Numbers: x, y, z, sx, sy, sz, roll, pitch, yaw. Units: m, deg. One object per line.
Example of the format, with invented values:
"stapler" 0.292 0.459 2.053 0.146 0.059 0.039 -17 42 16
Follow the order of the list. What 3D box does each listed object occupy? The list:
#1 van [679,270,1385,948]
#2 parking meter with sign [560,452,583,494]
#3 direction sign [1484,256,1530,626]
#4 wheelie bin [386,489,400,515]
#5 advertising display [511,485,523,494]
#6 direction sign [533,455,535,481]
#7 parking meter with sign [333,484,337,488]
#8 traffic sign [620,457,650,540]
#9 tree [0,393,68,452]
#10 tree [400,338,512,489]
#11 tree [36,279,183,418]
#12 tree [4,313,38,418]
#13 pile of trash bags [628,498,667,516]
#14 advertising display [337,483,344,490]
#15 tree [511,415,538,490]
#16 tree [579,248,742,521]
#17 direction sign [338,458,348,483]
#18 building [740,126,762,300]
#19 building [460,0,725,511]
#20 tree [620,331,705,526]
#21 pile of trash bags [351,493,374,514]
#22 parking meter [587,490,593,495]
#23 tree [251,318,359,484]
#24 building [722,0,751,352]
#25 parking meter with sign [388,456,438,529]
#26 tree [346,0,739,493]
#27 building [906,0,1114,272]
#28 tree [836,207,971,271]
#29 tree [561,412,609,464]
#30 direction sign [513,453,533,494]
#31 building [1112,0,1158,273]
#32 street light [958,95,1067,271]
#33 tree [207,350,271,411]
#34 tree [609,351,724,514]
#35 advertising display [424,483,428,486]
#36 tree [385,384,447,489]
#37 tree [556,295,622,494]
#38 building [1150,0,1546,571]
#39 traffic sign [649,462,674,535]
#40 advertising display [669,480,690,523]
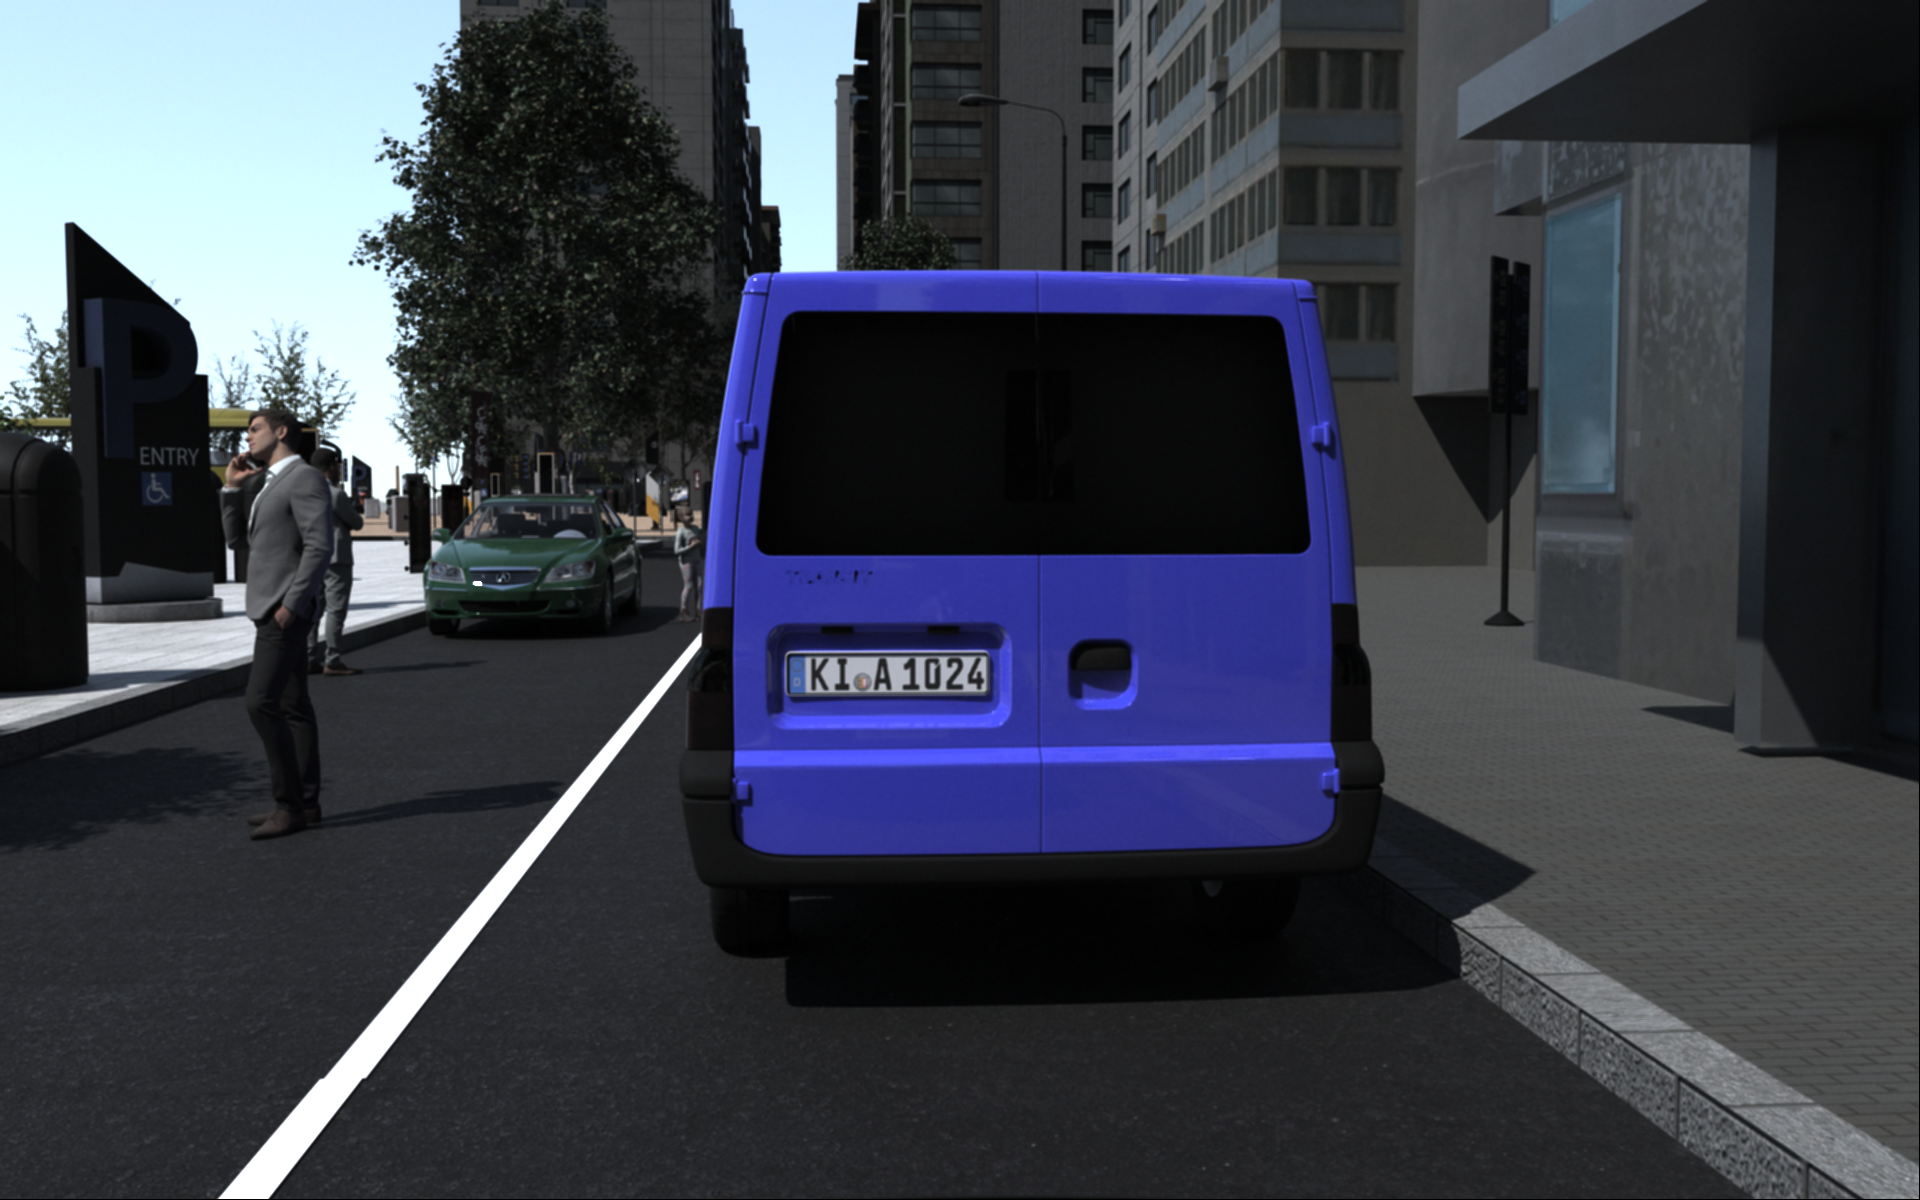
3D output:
"van" -0.027 -0.172 7.193 2.240 2.365 5.245 0 4 -5
"parking meter with sign" -16.282 -4.619 71.775 0.543 3.016 1.738 -3 5 -40
"direction sign" 5.335 -1.522 16.875 0.379 3.537 0.876 3 5 40
"wheelie bin" -34.644 -5.991 105.853 0.980 1.594 0.693 2 4 31
"advertising display" -30.828 -7.058 120.618 0.974 1.923 0.123 2 4 25
"direction sign" -25.071 -6.692 101.412 0.876 3.537 0.379 2 4 25
"parking meter with sign" -35.426 -6.199 97.606 0.543 3.016 1.738 1 4 11
"traffic sign" -8.726 -2.620 46.486 0.795 2.450 0.064 0 4 -5
"tree" -18.367 -2.365 33.271 1.663 3.219 1.824 0 3 0
"tree" -22.022 -7.623 74.995 4.360 8.622 3.978 0 3 0
"tree" -28.427 -6.656 59.181 4.737 8.622 4.395 0 3 0
"tree" -36.161 -7.469 72.473 4.737 8.622 4.395 0 3 0
"pile of trash bags" -17.471 -5.545 100.412 3.447 1.369 1.912 -1 4 -19
"advertising display" -37.693 -6.120 105.283 0.974 1.923 0.123 3 5 45
"tree" -27.622 -9.436 104.641 4.360 8.622 3.978 0 3 0
"tree" -13.314 -10.601 83.692 12.009 13.543 11.850 0 3 0
"direction sign" -39.097 -7.199 109.705 0.876 3.537 0.379 2 4 26
"building" -28.565 -30.761 186.530 14.154 41.232 14.086 0 4 -5
"building" -27.126 -42.756 137.312 20.563 71.187 20.611 0 4 -5
"tree" -12.160 -7.251 68.921 4.360 8.622 3.978 0 3 0
"pile of trash bags" -39.168 -6.356 113.669 1.912 1.369 3.447 -1 4 -20
"parking meter" -24.943 -6.624 116.717 0.372 1.533 0.369 0 3 0
"tree" -27.702 -7.475 72.575 4.737 8.622 4.395 0 3 0
"building" -31.171 -33.258 163.378 23.786 49.044 30.456 0 4 -5
"parking meter with sign" -20.284 -4.154 64.173 1.738 3.016 0.543 -3 4 -39
"tree" -9.348 -7.491 39.488 9.611 12.733 9.660 0 3 0
"building" 4.303 -19.065 83.418 14.160 30.474 14.107 0 4 -5
"tree" -2.166 -9.326 69.490 9.611 12.733 9.660 0 3 0
"tree" -21.928 -10.894 112.529 8.767 10.594 7.601 0 4 -2
"direction sign" -24.358 -6.366 96.086 0.876 3.537 0.379 0 4 -1
"building" 3.283 -41.202 111.904 20.563 71.187 20.611 0 4 -5
"street light" 0.681 -2.925 20.359 1.470 5.913 1.316 0 4 -5
"tree" -37.197 -8.415 87.941 4.360 8.622 3.978 0 3 0
"tree" -14.171 -10.123 99.917 8.767 10.594 7.601 2 4 26
"advertising display" -30.436 -5.642 97.464 0.974 1.923 0.123 -1 4 -15
"tree" -33.947 -9.718 109.254 4.737 8.622 4.395 0 3 0
"tree" -12.996 -6.584 58.014 4.737 8.622 4.395 0 3 0
"building" 17.373 -21.030 35.728 32.217 40.220 23.993 0 4 -5
"traffic sign" -9.377 -3.107 54.445 0.795 2.450 0.064 0 4 -5
"advertising display" -12.603 -4.442 77.837 0.974 1.923 0.123 1 4 19
